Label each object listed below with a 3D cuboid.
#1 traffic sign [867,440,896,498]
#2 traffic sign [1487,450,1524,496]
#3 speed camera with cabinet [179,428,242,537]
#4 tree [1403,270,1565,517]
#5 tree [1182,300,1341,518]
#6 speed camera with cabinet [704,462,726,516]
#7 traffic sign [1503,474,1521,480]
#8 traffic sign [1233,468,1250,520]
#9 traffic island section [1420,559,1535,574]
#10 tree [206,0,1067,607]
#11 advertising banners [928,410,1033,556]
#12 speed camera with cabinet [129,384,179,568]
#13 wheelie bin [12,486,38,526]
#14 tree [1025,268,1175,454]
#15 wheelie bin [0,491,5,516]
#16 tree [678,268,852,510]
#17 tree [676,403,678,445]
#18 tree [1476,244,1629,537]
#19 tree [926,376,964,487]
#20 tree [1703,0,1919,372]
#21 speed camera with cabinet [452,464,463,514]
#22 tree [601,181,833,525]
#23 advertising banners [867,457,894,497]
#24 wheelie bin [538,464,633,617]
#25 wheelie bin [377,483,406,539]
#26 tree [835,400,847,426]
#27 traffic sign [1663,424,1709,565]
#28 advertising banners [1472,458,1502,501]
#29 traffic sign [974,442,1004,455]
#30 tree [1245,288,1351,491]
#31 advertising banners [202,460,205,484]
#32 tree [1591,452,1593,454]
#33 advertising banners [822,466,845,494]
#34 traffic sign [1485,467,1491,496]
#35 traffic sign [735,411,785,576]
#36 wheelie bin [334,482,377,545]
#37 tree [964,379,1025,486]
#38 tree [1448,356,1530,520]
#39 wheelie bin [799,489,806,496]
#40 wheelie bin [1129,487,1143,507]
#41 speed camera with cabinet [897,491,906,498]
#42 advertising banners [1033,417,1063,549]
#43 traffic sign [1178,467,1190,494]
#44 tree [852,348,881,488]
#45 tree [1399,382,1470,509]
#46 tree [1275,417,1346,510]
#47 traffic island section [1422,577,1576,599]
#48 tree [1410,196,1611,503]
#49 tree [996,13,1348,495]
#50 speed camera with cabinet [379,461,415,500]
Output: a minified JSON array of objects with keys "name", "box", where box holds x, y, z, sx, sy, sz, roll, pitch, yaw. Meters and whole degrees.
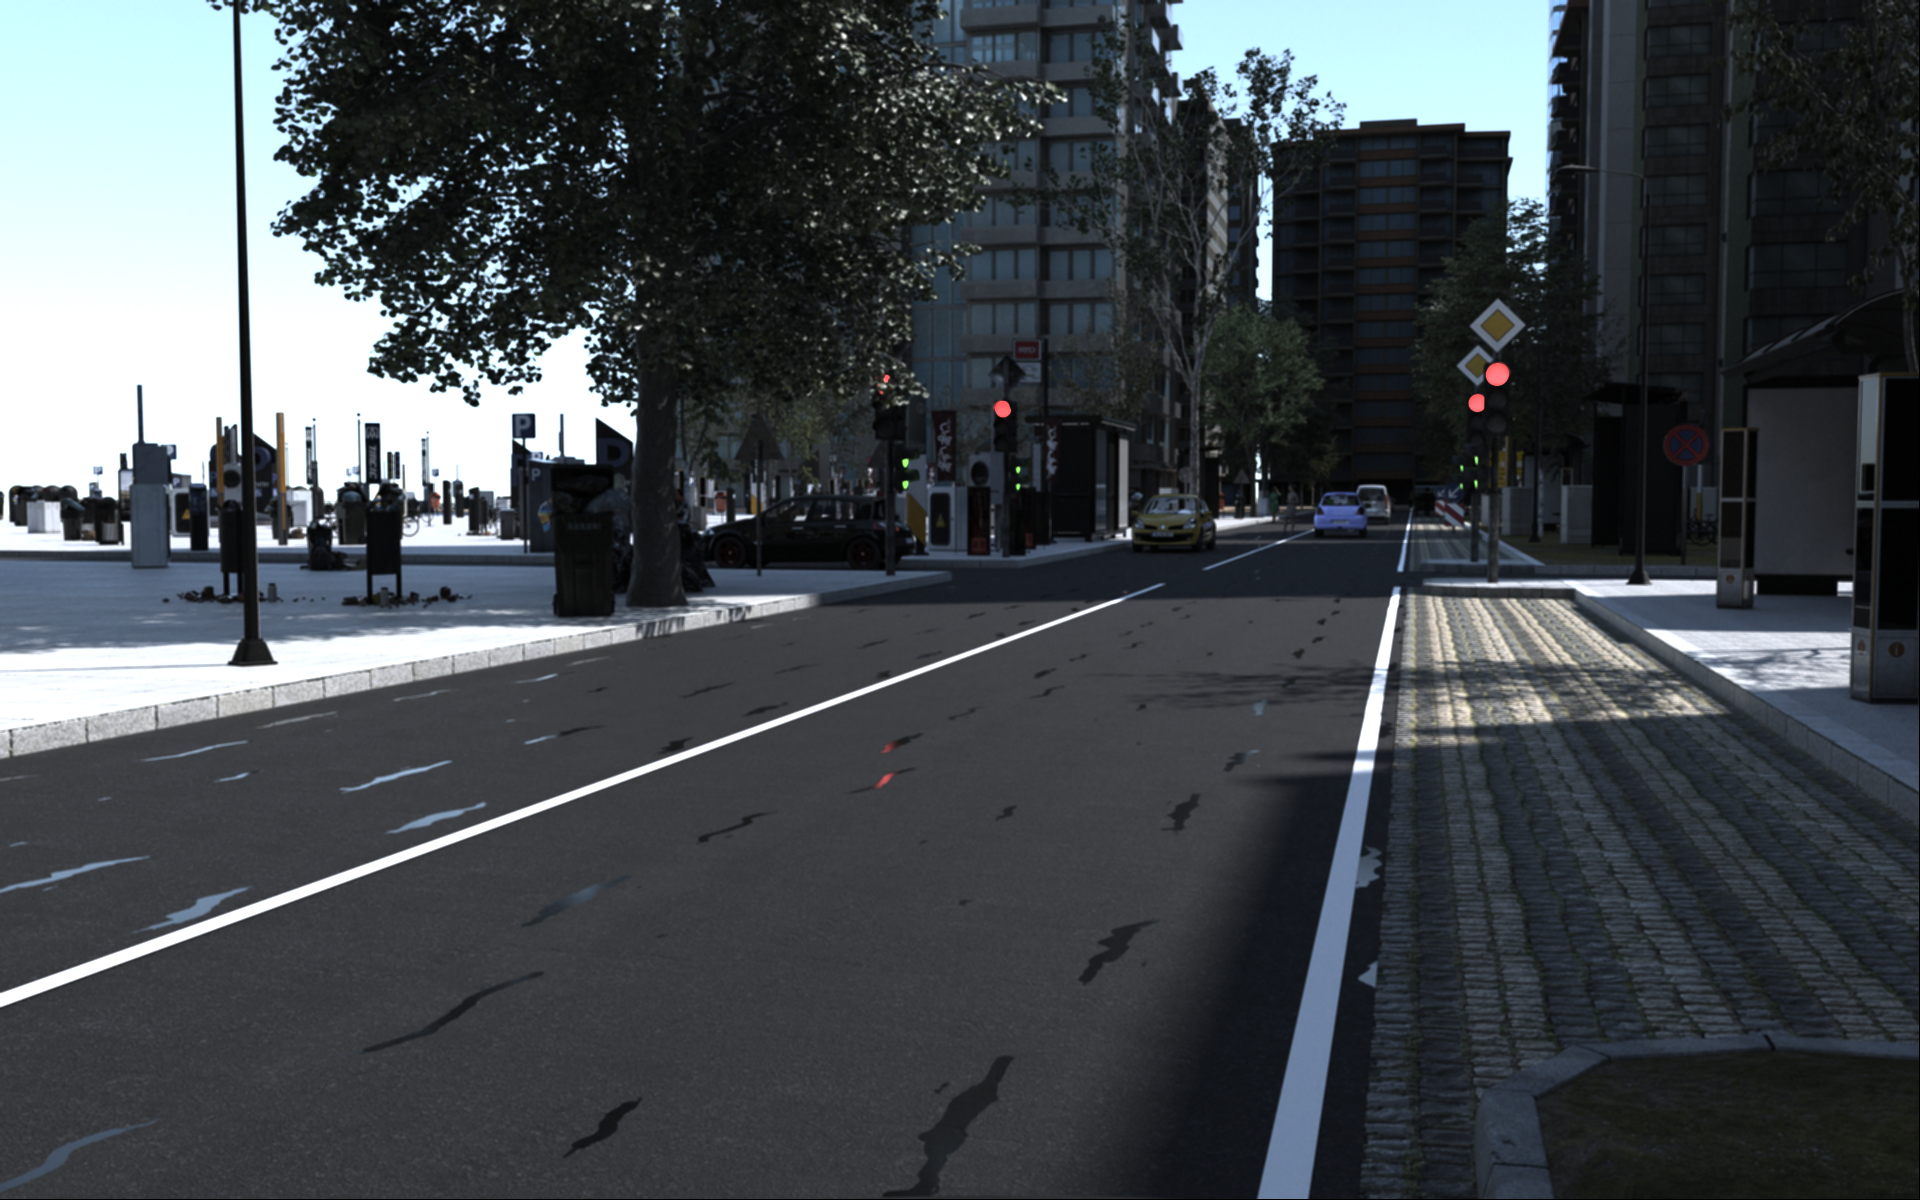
[{"name":"traffic sign","box":[-1.494,-2.157,35.270,0.884,2.594,0.081,1,4,19]},{"name":"traffic sign","box":[25.413,-5.286,80.298,2.265,3.308,0.079,1,4,21]},{"name":"speed camera with cabinet","box":[-22.526,-3.521,51.908,2.038,3.252,0.660,-1,4,-13]},{"name":"tree","box":[29.661,-11.657,97.254,9.857,13.997,8.962,0,3,0]},{"name":"tree","box":[15.819,-10.292,94.026,9.928,11.665,9.643,0,3,0]},{"name":"speed camera with cabinet","box":[-14.613,-6.701,103.892,2.038,3.252,0.660,2,4,30]},{"name":"traffic sign","box":[25.416,-4.811,79.853,0.795,2.450,0.064,1,4,20]},{"name":"traffic sign","box":[14.117,-5.314,86.889,0.884,2.594,0.081,1,4,16]},{"name":"traffic island section","box":[9.751,-0.642,32.771,2.009,0.180,2.903,1,4,15]},{"name":"tree","box":[-3.449,-6.911,19.653,9.857,13.997,8.962,0,3,0]},{"name":"advertising banners","box":[0.423,-2.442,36.121,2.074,3.025,0.090,1,4,8]},{"name":"speed camera with cabinet","box":[-14.370,-2.228,30.766,0.660,3.252,2.038,-1,4,-22]},{"name":"wheelie bin","box":[-37.356,-3.755,69.303,0.693,1.594,0.980,1,4,16]},{"name":"tree","box":[5.065,-6.498,56.602,4.360,8.622,3.978,0,3,0]},{"name":"wheelie bin","box":[-55.620,-5.636,100.048,0.693,1.594,0.980,0,4,-1]},{"name":"tree","box":[-6.213,-6.443,55.700,4.360,8.622,3.978,0,3,0]},{"name":"tree","box":[-13.043,-8.251,85.261,4.360,8.622,3.978,0,3,0]},{"name":"tree","box":[17.636,-6.192,51.596,4.360,8.622,3.978,0,3,0]},{"name":"tree","box":[-0.169,-9.680,108.635,4.360,8.622,3.978,0,3,0]},{"name":"tree","box":[8.055,-3.903,14.173,4.360,8.622,3.978,0,3,0]},{"name":"speed camera with cabinet","box":[-32.187,-7.284,113.429,2.038,3.252,0.660,-1,4,-16]},{"name":"tree","box":[-5.936,-5.420,38.972,4.737,8.622,4.395,0,3,0]},{"name":"advertising banners","box":[-3.793,-5.270,82.357,0.090,3.025,2.074,3,4,36]},{"name":"wheelie bin","box":[-3.939,-0.633,18.254,0.980,1.594,0.693,-1,4,-13]},{"name":"wheelie bin","box":[-16.063,-2.506,48.883,0.693,1.594,0.980,1,4,18]},{"name":"tree","box":[-7.454,-7.848,78.673,4.737,8.622,4.395,0,3,0]},{"name":"traffic sign","box":[13.159,-1.916,31.433,0.768,2.556,0.104,1,4,22]},{"name":"advertising banners","box":[24.285,-5.059,78.903,2.074,3.025,0.090,2,4,31]},{"name":"traffic sign","box":[0.694,-2.564,42.029,0.768,2.556,0.104,1,4,18]},{"name":"tree","box":[18.936,-12.227,106.566,9.857,13.997,8.962,0,3,0]},{"name":"advertising banners","box":[-39.502,-5.740,90.035,0.090,3.025,2.074,-2,4,-35]},{"name":"tree","box":[29.508,-5.652,76.118,4.285,4.588,4.351,0,3,0]},{"name":"advertising banners","box":[-8.166,-6.896,108.935,2.074,3.025,0.090,-2,4,-26]},{"name":"traffic sign","box":[23.687,-4.763,77.983,0.768,2.556,0.104,1,4,21]},{"name":"traffic sign","box":[-3.140,-1.652,27.018,0.884,2.594,0.081,2,4,23]},{"name":"wheelie bin","box":[-15.371,-2.191,43.732,0.980,1.594,0.693,3,5,44]},{"name":"tree","box":[3.038,-9.072,98.688,4.360,8.622,3.978,0,3,0]},{"name":"tree","box":[26.293,-8.342,86.754,4.737,8.622,4.395,0,3,0]},{"name":"wheelie bin","box":[-9.379,-5.723,101.486,0.980,1.594,0.693,-2,4,-31]},{"name":"wheelie bin","box":[7.280,-3.998,73.282,0.980,1.594,0.693,2,4,24]},{"name":"speed camera with cabinet","box":[-2.508,-5.508,84.386,0.660,3.252,2.038,1,4,16]},{"name":"advertising banners","box":[1.546,-2.690,40.173,2.074,3.025,0.090,3,5,41]},{"name":"traffic sign","box":[10.541,-4.937,80.828,0.768,2.556,0.104,1,4,15]},{"name":"tree","box":[-4.639,-7.151,67.274,4.360,8.622,3.978,0,3,0]},{"name":"tree","box":[50.768,-16.266,176.324,12.009,13.543,11.850,0,3,0]},{"name":"tree","box":[26.819,-11.380,136.430,4.737,8.622,4.395,0,3,0]},{"name":"traffic island section","box":[7.724,-0.169,25.046,2.009,0.180,2.903,1,4,15]},{"name":"tree","box":[20.981,-9.099,66.890,7.486,12.596,7.792,0,3,0]},{"name":"tree","box":[8.152,-13.084,69.805,12.611,20.169,13.585,0,3,0]},{"name":"speed camera with cabinet","box":[-33.512,-6.649,103.053,2.038,3.252,0.660,-1,4,-21]}]
